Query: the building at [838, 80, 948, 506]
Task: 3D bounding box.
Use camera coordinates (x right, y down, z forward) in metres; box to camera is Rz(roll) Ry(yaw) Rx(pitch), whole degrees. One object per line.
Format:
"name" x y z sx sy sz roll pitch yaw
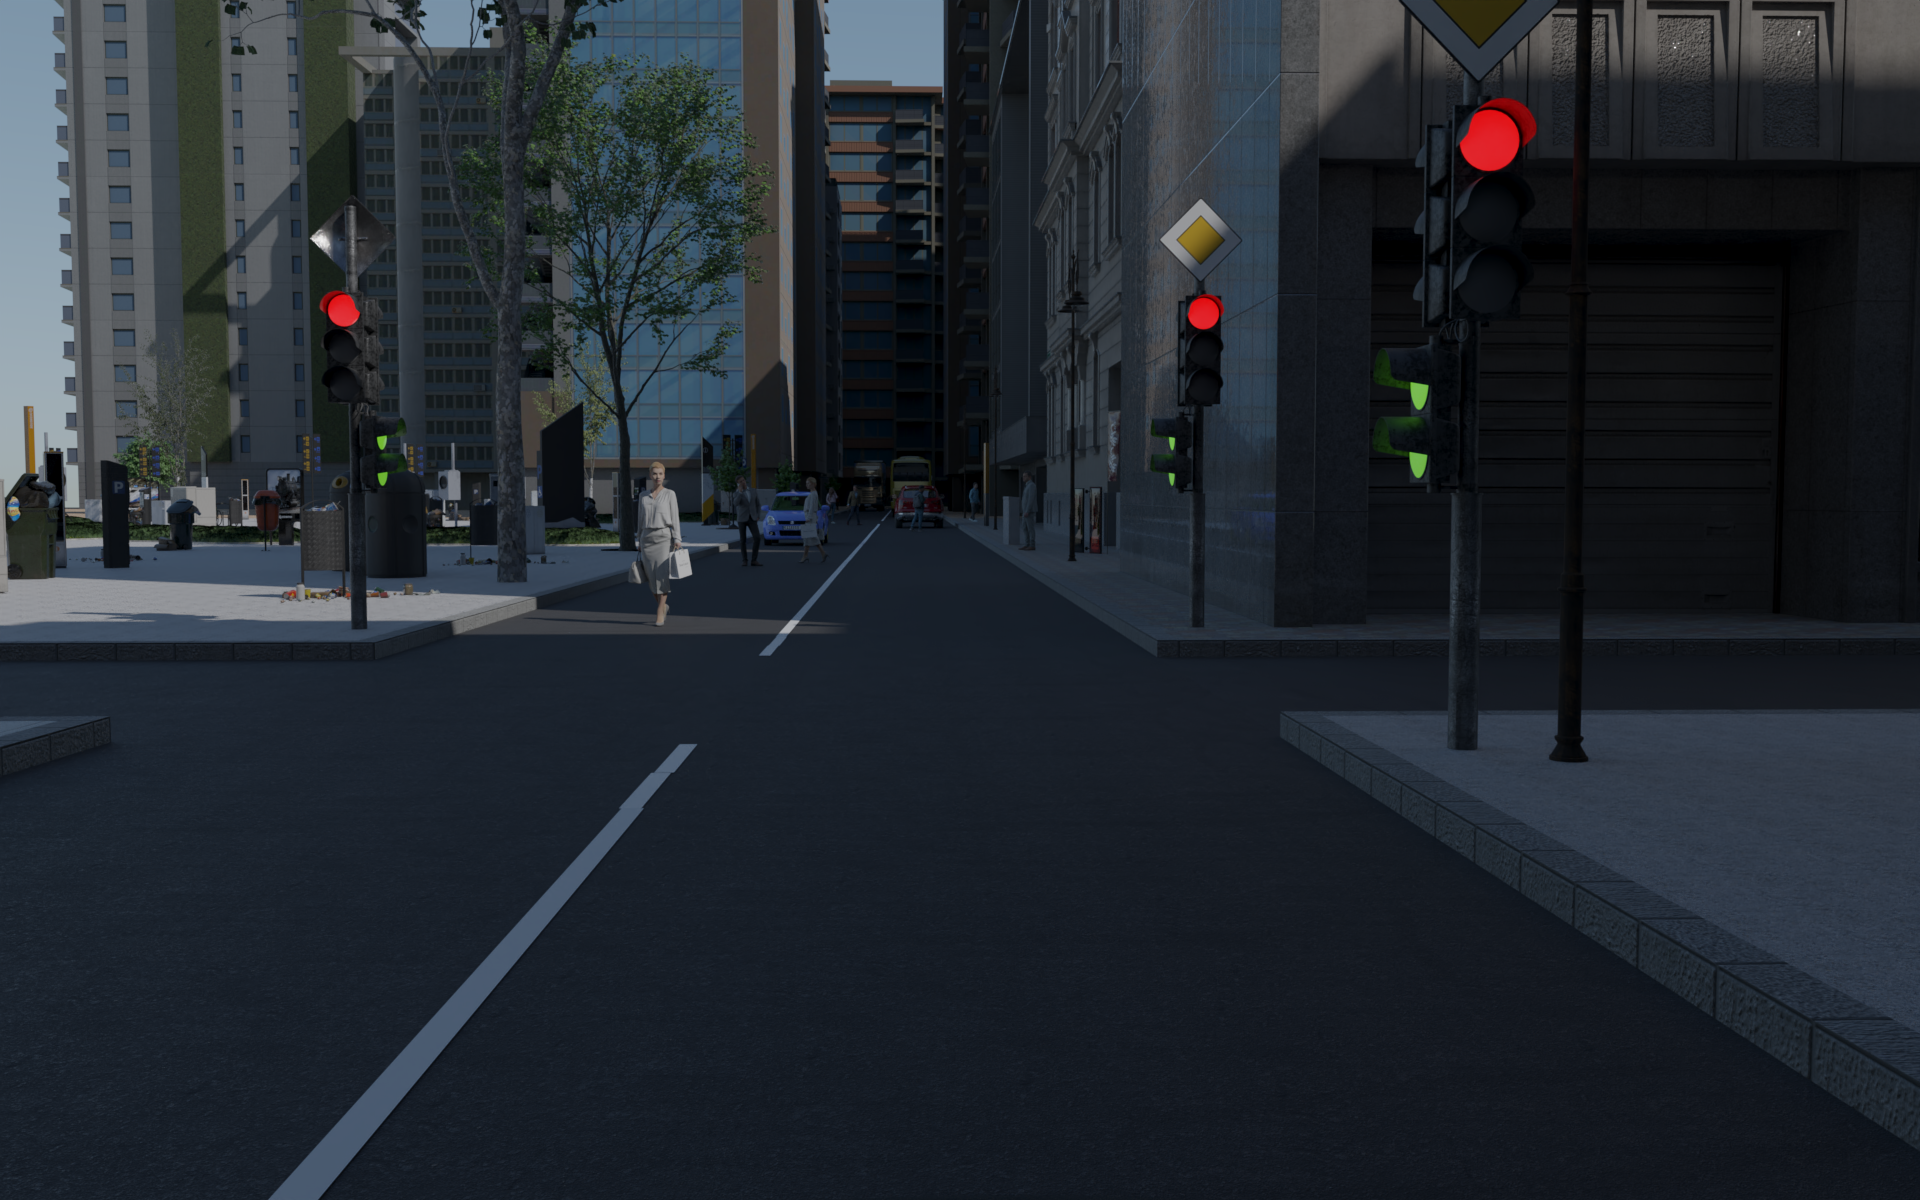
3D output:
"building" -11.192 -32.519 186.310 28.867 44.769 22.147 0 4 -2

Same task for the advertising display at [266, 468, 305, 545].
"advertising display" -16.841 -2.326 43.247 0.974 1.923 0.123 1 4 10

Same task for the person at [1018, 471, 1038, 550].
"person" 1.576 -2.037 39.455 0.391 1.810 0.635 -1 4 -10

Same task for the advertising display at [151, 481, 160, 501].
"advertising display" -39.907 -4.896 85.263 0.974 1.923 0.123 0 4 -3

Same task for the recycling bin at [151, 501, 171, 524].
"recycling bin" -30.661 -3.320 66.834 0.722 1.027 0.722 2 4 29

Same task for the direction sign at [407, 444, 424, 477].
"direction sign" -24.735 -5.304 78.718 0.379 3.537 0.876 2 4 34

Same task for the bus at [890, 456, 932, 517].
"bus" -3.171 -7.393 112.429 2.896 3.916 12.252 0 4 -2

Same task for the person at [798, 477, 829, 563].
"person" -3.049 -1.661 36.009 0.624 1.780 0.694 0 4 8

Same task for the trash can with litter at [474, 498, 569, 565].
"trash can with litter" -8.311 -1.265 31.748 2.233 1.210 1.678 -1 4 -14

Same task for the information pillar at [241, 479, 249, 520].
"information pillar" -35.934 -5.051 87.074 0.304 2.012 0.304 -1 4 -20

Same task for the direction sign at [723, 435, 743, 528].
"direction sign" -8.681 -4.540 66.218 0.876 3.537 0.379 -3 5 -39

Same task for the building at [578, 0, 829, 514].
"building" -16.063 -28.329 113.286 14.600 45.320 14.200 0 4 -2

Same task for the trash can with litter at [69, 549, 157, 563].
"trash can with litter" -16.309 -1.351 33.139 1.678 1.210 2.233 -1 4 -17

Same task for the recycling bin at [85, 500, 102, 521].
"recycling bin" -40.049 -4.144 80.302 0.722 1.027 0.722 0 4 1

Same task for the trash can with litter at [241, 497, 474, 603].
"trash can with litter" -7.479 -0.639 21.502 2.233 1.210 1.678 -3 4 -38

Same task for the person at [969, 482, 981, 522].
"person" 0.639 -4.568 80.747 0.620 1.820 0.660 2 4 30

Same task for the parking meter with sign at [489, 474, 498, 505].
"parking meter with sign" -17.387 -4.225 65.332 1.738 3.016 0.543 -1 4 -13

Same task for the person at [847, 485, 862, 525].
"person" -4.889 -4.363 79.747 0.836 1.842 0.656 2 4 29

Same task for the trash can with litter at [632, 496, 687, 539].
"trash can with litter" -8.952 -2.419 50.604 2.233 1.210 1.678 -2 4 -30

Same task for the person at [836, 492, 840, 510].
"person" -9.731 -7.867 137.932 0.557 1.426 1.065 -1 4 -14

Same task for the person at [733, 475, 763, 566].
"person" -4.216 -1.576 34.446 0.592 1.802 0.473 0 4 -7

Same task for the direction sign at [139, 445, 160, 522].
"direction sign" -37.428 -5.386 80.050 0.876 3.537 0.379 -1 4 -18

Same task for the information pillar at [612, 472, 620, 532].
"information pillar" -11.414 -3.270 57.957 0.304 2.012 0.304 3 5 43

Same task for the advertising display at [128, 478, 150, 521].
"advertising display" -32.201 -3.809 67.493 0.974 1.923 0.123 -1 4 -21

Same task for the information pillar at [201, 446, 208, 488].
"information pillar" -36.994 -5.717 84.827 0.504 3.616 0.183 3 5 41

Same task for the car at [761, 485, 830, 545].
"car" -4.674 -2.442 49.522 1.945 1.707 3.694 0 4 -2

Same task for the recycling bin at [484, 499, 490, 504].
"recycling bin" -23.518 -4.568 87.235 0.722 1.027 0.722 -2 4 -30

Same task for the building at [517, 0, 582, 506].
"building" -16.715 -27.419 98.409 14.600 45.320 14.200 0 4 -2

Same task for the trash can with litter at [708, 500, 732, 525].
"trash can with litter" -9.918 -3.662 71.255 1.055 1.170 0.624 1 4 13

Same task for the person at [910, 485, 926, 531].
"person" -1.563 -3.522 66.434 0.623 1.781 0.721 3 5 45

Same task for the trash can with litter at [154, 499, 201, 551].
"trash can with litter" -17.854 -1.718 39.476 0.624 1.170 1.055 1 4 9

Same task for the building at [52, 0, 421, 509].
"building" -63.266 -37.464 154.532 28.212 58.520 21.231 0 4 -2

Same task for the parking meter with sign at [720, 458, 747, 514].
"parking meter with sign" -11.367 -5.434 85.106 1.738 3.016 0.543 2 4 25

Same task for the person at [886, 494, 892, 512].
"person" -5.199 -7.723 135.493 1.217 1.735 0.721 1 4 15

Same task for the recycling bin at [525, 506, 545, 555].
"recycling bin" -9.367 -1.495 37.004 0.722 1.027 0.722 2 4 30

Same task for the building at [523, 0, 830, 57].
"building" -21.407 -29.359 134.639 22.147 44.769 28.867 0 4 -2

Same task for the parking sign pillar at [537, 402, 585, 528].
"parking sign pillar" -11.630 -3.789 50.429 1.447 3.967 1.447 -3 4 -36

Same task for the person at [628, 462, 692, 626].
"person" -3.267 -0.620 18.997 0.694 1.780 0.624 2 4 26

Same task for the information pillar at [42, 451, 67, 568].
"information pillar" -15.657 -1.558 29.958 0.304 2.012 0.304 -2 4 -32

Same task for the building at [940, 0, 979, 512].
"building" 5.828 -29.301 129.177 14.600 45.320 14.200 0 4 -2

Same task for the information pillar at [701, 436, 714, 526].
"information pillar" -10.243 -4.823 70.211 0.504 3.616 0.183 -2 4 -30

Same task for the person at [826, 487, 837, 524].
"person" -6.312 -4.585 84.060 0.593 1.750 0.643 -3 4 -39

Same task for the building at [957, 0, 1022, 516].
"building" 11.055 -27.699 107.506 22.147 44.769 28.867 0 4 -2

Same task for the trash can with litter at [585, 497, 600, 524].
"trash can with litter" -14.902 -3.564 69.662 0.624 1.170 1.055 0 4 7

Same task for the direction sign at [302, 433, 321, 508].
"direction sign" -24.315 -4.466 65.009 0.379 3.537 0.876 2 4 24

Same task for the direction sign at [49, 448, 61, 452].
"direction sign" -44.185 -5.667 84.649 0.379 3.537 0.876 0 4 7

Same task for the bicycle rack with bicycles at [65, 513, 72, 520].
"bicycle rack with bicycles" -32.622 -2.887 60.592 2.925 0.926 2.852 -1 4 -10

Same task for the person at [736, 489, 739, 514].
"person" -11.433 -5.027 88.428 0.606 1.804 0.583 3 4 38

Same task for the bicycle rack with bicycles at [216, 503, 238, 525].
"bicycle rack with bicycles" -30.495 -3.460 69.956 2.852 0.926 2.925 -2 4 -28

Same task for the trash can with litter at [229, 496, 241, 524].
"trash can with litter" -23.084 -2.646 54.324 1.678 1.210 2.233 1 4 19

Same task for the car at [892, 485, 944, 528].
"car" -1.782 -4.012 74.275 2.281 1.827 5.304 0 4 -3
